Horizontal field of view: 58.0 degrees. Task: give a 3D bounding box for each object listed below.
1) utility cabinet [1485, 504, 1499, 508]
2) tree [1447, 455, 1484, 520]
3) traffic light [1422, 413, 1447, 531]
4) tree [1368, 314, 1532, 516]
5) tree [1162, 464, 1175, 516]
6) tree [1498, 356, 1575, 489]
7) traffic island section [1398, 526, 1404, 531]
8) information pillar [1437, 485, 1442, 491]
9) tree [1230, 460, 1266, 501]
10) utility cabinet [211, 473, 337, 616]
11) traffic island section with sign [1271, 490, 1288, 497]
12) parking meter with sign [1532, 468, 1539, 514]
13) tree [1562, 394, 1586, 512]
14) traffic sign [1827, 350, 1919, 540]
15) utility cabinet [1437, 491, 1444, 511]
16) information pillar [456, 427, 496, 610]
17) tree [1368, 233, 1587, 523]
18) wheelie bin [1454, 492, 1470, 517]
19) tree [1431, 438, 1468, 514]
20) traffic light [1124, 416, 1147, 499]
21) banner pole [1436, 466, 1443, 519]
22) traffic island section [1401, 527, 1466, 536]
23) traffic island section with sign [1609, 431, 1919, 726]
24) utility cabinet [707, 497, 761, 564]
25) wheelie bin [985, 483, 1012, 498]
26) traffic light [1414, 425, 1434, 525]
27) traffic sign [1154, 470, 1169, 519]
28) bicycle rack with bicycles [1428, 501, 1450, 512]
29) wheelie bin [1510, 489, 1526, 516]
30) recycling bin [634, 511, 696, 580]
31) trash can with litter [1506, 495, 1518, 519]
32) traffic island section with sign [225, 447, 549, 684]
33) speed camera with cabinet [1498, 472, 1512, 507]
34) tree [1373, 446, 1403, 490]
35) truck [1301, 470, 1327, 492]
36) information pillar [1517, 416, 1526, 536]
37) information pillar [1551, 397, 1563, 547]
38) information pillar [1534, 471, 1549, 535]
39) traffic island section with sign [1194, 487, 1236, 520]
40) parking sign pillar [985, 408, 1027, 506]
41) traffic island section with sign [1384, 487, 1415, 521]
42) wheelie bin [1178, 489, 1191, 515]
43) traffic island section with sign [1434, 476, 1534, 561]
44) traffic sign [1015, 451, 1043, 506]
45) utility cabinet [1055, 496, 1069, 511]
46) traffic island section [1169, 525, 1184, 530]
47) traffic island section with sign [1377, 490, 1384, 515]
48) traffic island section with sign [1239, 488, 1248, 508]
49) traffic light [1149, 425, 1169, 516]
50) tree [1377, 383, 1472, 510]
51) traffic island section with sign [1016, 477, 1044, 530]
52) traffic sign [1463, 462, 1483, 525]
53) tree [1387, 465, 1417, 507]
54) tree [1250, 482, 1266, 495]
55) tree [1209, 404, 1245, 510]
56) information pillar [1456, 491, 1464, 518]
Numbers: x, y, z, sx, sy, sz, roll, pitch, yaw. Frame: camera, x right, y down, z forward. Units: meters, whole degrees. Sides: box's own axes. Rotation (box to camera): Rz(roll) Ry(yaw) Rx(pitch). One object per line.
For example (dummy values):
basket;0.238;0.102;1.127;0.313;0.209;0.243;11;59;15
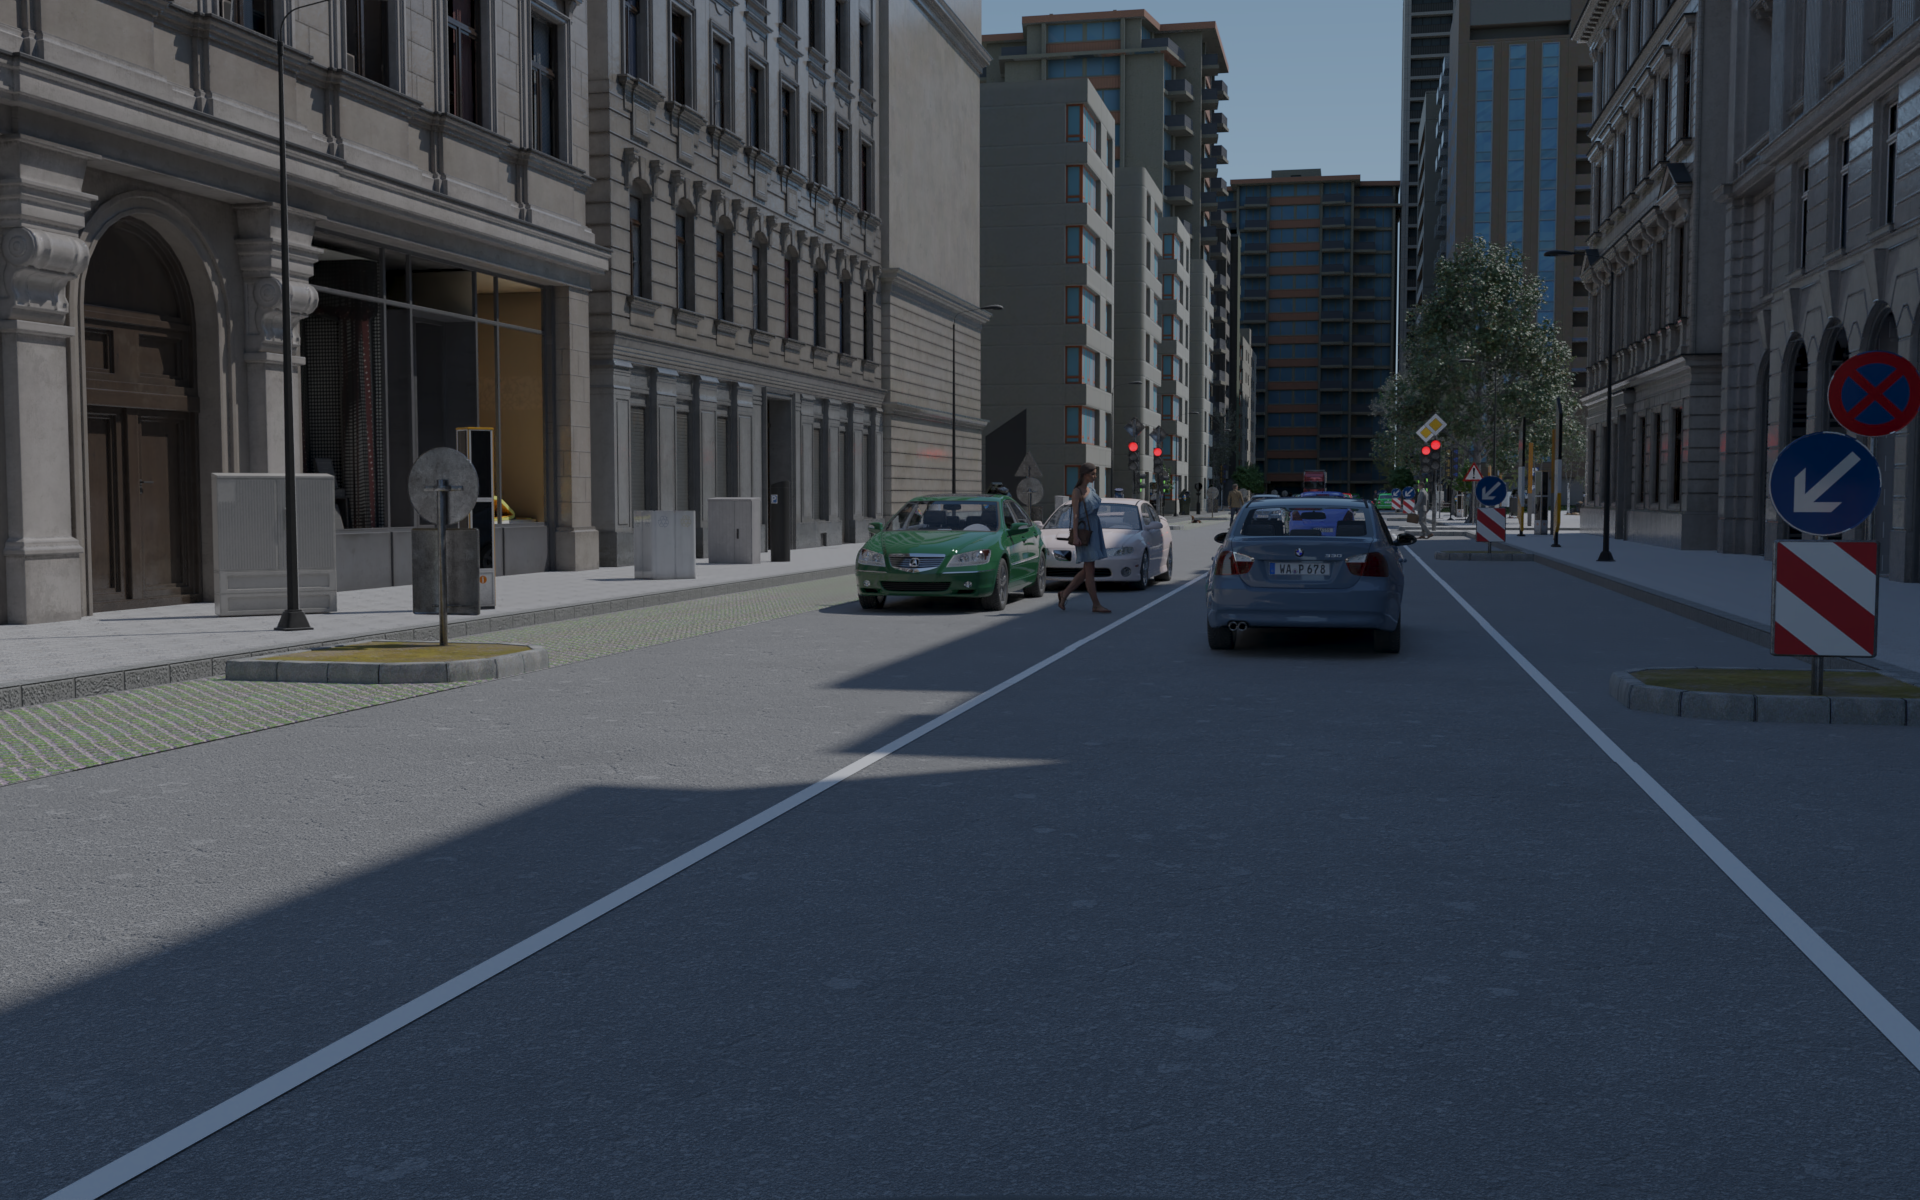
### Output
utility cabinet;31.451;-5.726;102.298;0.318;1.500;1.173;3;5;42
tree;24.987;-5.566;85.607;1.663;3.219;1.824;0;3;0
traffic light;16.516;-4.367;60.322;0.839;4.253;0.868;1;4;13
tree;29.680;-11.792;103.165;12.009;13.543;11.850;0;3;0
tree;12.230;-6.641;103.175;1.663;3.219;1.824;0;3;0
tree;28.632;-8.298;86.040;4.737;8.622;4.395;0;3;0
traffic island section;18.318;-2.809;68.216;2.009;0.180;2.903;1;4;13
information pillar;37.671;-8.052;136.149;0.304;2.012;0.304;-1;4;-19
tree;27.725;-11.195;166.747;4.285;4.588;4.351;0;3;0
utility cabinet;-7.248;-0.590;18.332;1.173;1.500;0.318;-2;4;-33
traffic island section with sign;30.880;-9.854;169.732;1.989;1.847;2.006;1;4;13
parking meter with sign;37.353;-7.128;112.810;0.543;3.016;1.738;1;4;20
tree;43.021;-10.503;122.085;4.360;8.622;3.978;0;3;0
traffic sign;8.134;-0.939;15.461;0.768;2.556;0.104;1;4;19
utility cabinet;36.764;-7.587;132.724;0.318;1.500;1.173;2;4;32
information pillar;-5.371;-0.901;19.227;0.304;2.012;0.304;-3;5;-41
tree;22.924;-9.740;76.263;9.611;12.733;9.660;0;3;0
wheelie bin;27.962;-5.414;96.420;0.980;1.594;0.693;-3;5;-42
tree;31.556;-10.002;113.895;4.360;8.622;3.978;0;3;0
traffic light;6.309;-4.507;62.611;0.839;4.253;0.868;1;4;13
banner pole;25.140;-6.156;90.663;0.401;3.779;0.863;1;4;17
traffic island section;16.553;-2.333;60.428;2.009;0.180;2.903;1;4;13
traffic island section with sign;5.534;-0.191;11.743;1.989;1.847;2.006;1;4;13
utility cabinet;-4.176;-1.273;31.981;1.020;1.237;0.306;2;4;30
wheelie bin;1.025;-2.461;48.153;0.693;1.594;0.980;2;4;29
traffic light;18.282;-4.843;68.111;0.839;4.253;0.868;1;4;13
traffic sign;10.451;-5.493;89.923;0.768;2.556;0.104;1;4;20
bicycle rack with bicycles;35.410;-6.965;127.255;2.925;0.926;2.852;0;4;-4
wheelie bin;32.614;-5.705;101.190;0.980;1.594;0.693;-1;4;-15
recycling bin;-4.476;-0.838;26.250;0.722;1.027;0.722;-2;4;-35
trash can with litter;28.692;-4.888;90.984;2.233;1.210;1.678;0;4;-5
traffic island section with sign;-4.446;-0.326;13.956;1.989;1.847;2.006;1;4;13
speed camera with cabinet;41.158;-8.352;130.896;0.660;3.252;2.038;-1;4;-9
tree;53.915;-16.256;216.145;4.737;8.622;4.395;0;3;0
truck;41.427;-13.045;202.202;2.839;4.237;11.283;1;4;13
information pillar;17.032;-3.741;52.520;0.183;3.616;0.504;0;4;5
information pillar;14.425;-3.084;41.773;0.183;3.616;0.504;1;4;10
information pillar;18.296;-3.058;54.493;0.304;2.012;0.304;-2;4;-26
traffic island section with sign;13.836;-5.257;94.583;1.989;1.847;2.006;1;4;13
parking sign pillar;1.447;-4.048;54.664;1.447;3.967;1.447;0;4;1
traffic island section with sign;23.877;-5.141;92.680;1.989;1.847;2.006;1;4;13
wheelie bin;13.672;-5.958;105.316;0.693;1.594;0.980;-1;4;-10
traffic island section with sign;11.483;-1.799;38.036;1.989;1.847;2.006;1;4;13
traffic sign;2.056;-3.188;52.124;0.884;2.594;0.081;1;4;19
utility cabinet;3.510;-2.958;59.531;0.306;1.237;1.020;1;4;15
traffic island section;8.038;-2.952;70.543;2.009;0.180;2.903;1;4;13
traffic island section with sign;29.897;-6.765;119.227;1.989;1.847;2.006;1;4;13
traffic island section with sign;19.830;-6.876;121.043;1.989;1.847;2.006;1;4;13
traffic light;8.075;-4.983;70.400;0.839;4.253;0.868;1;4;13
tree;38.123;-13.190;141.405;9.928;11.665;9.643;0;3;0
traffic island section with sign;1.605;-1.959;40.651;1.989;1.847;2.006;1;4;13
traffic sign;21.051;-4.341;70.986;0.884;2.594;0.081;1;4;18
tree;43.724;-11.488;171.535;4.285;4.588;4.351;0;3;0
tree;34.005;-12.277;195.334;1.663;3.219;1.824;0;3;0
tree;21.094;-11.636;140.607;4.360;8.622;3.978;0;3;0
information pillar;27.200;-5.485;94.167;0.304;2.012;0.304;2;4;31
